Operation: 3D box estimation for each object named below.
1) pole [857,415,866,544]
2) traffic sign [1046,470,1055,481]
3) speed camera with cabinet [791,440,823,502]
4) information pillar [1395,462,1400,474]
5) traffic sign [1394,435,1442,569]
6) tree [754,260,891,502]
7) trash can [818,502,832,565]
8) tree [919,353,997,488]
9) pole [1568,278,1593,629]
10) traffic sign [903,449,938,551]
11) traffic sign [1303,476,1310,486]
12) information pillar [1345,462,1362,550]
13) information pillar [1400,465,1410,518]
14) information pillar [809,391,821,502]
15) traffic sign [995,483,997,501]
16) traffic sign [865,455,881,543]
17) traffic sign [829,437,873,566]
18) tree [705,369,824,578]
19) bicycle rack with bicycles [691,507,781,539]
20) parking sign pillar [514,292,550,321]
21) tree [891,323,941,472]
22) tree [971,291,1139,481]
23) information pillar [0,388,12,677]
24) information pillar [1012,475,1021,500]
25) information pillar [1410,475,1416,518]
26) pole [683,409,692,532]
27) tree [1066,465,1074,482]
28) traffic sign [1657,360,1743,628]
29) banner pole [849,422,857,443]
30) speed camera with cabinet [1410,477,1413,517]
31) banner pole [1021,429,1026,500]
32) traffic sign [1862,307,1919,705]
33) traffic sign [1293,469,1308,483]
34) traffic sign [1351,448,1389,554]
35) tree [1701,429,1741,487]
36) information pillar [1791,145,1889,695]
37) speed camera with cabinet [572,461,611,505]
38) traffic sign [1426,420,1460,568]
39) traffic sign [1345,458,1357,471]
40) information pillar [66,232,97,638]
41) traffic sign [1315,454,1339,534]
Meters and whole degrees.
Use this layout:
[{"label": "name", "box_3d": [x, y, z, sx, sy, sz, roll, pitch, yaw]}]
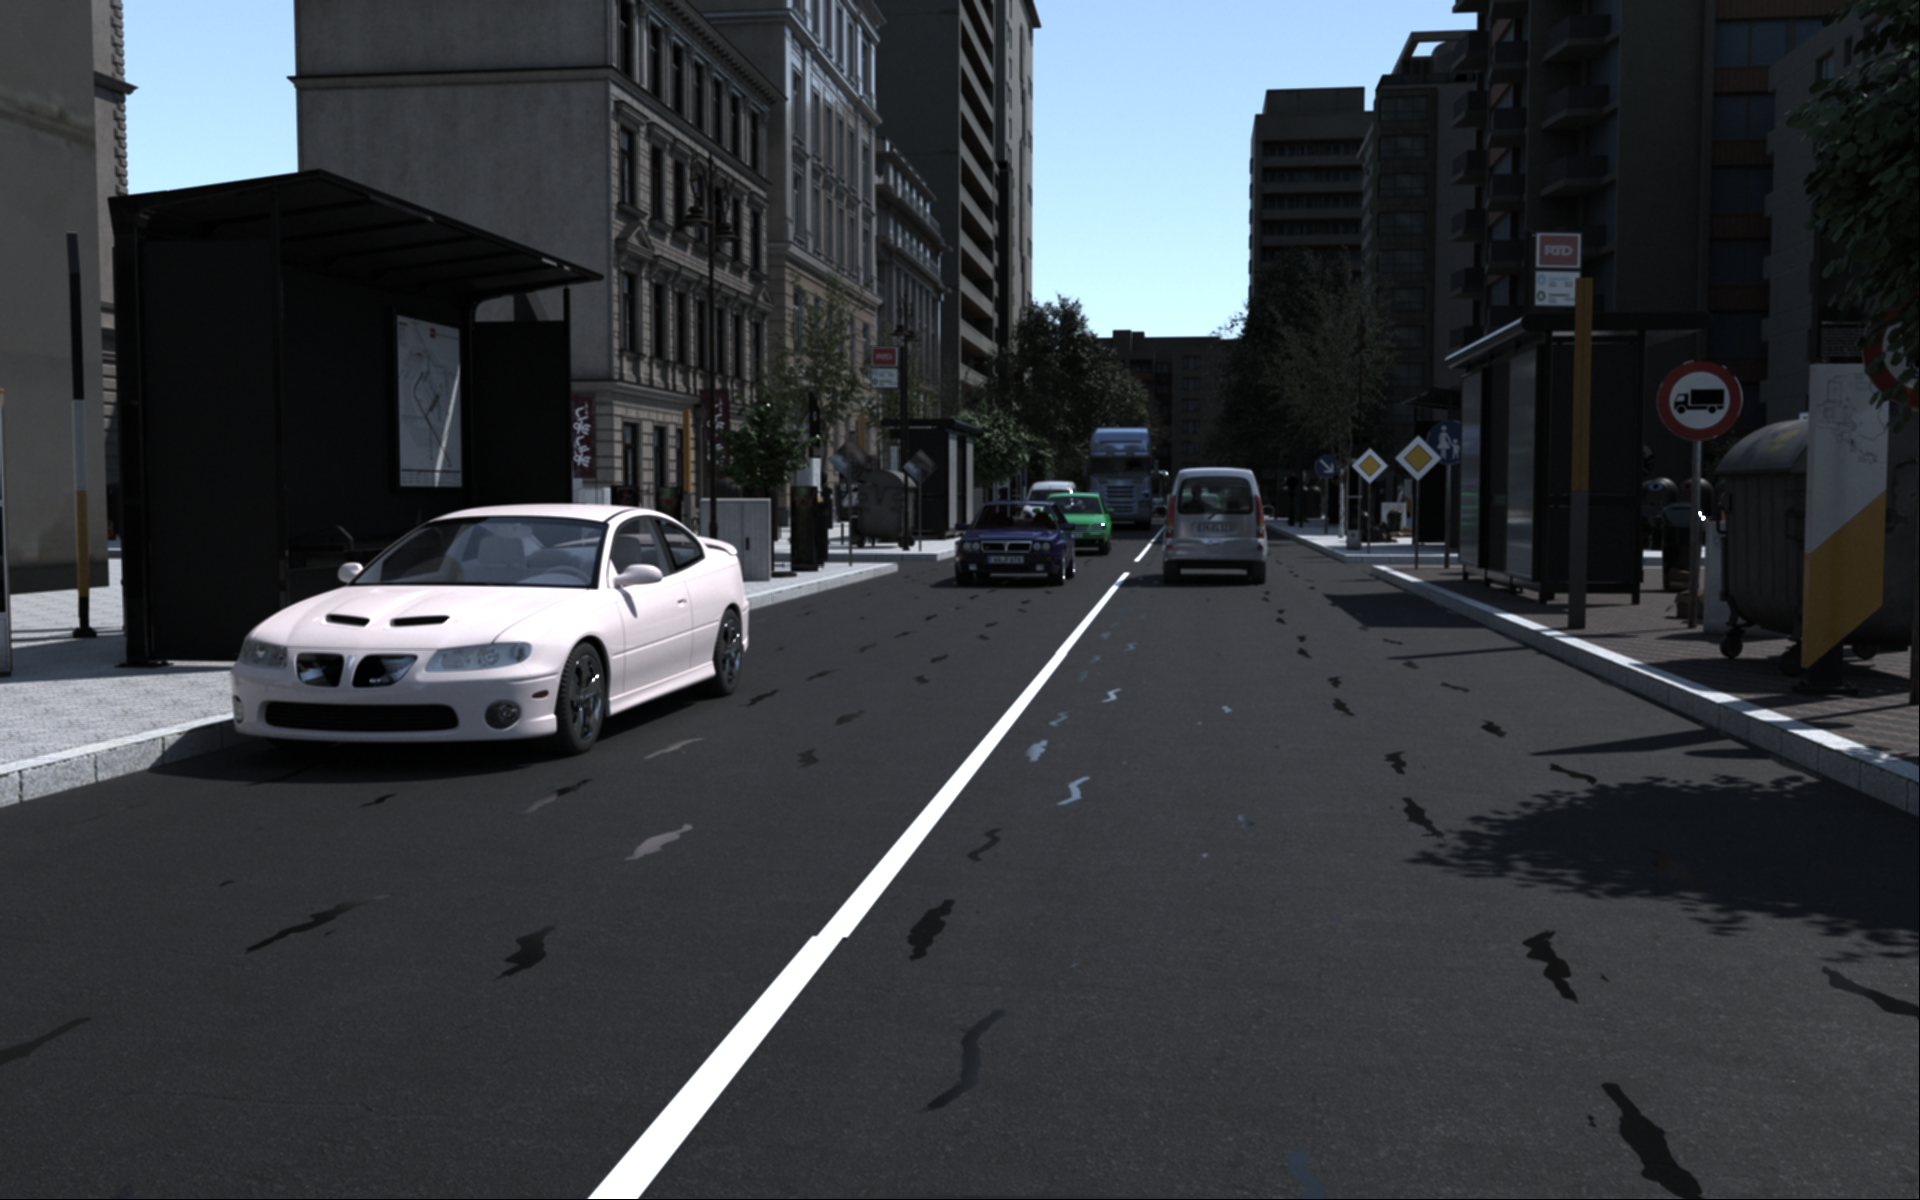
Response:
[{"label": "pole", "box_3d": [-2.549, -3.116, 44.792, 0.158, 3.312, 0.155, 0, 3, 0]}, {"label": "traffic sign", "box_3d": [4.327, -5.265, 86.180, 0.768, 2.556, 0.104, 1, 4, 15]}, {"label": "speed camera with cabinet", "box_3d": [-5.351, -4.052, 60.589, 0.660, 3.252, 2.038, -1, 4, -22]}, {"label": "information pillar", "box_3d": [28.001, -7.292, 110.581, 0.504, 3.616, 0.183, 2, 4, 33]}, {"label": "traffic sign", "box_3d": [7.763, -1.576, 29.415, 0.795, 2.450, 0.064, 0, 4, 8]}, {"label": "tree", "box_3d": [-4.514, -6.405, 55.090, 4.737, 8.622, 4.395, 0, 3, 0]}, {"label": "trash can", "box_3d": [-2.695, -1.209, 31.415, 0.748, 1.137, 0.748, 0, 3, 0]}, {"label": "tree", "box_3d": [-0.133, -8.521, 89.677, 4.360, 8.622, 3.978, 0, 3, 0]}, {"label": "pole", "box_3d": [5.902, -1.384, 16.477, 0.158, 3.312, 0.155, 0, 3, 0]}, {"label": "traffic sign", "box_3d": [-0.888, -2.141, 38.640, 0.795, 2.450, 0.064, 0, 4, 8]}, {"label": "traffic sign", "box_3d": [20.699, -6.387, 104.531, 0.768, 2.556, 0.104, 1, 4, 16]}, {"label": "information pillar", "box_3d": [9.084, -2.164, 39.881, 0.304, 2.012, 0.304, 1, 4, 21]}, {"label": "information pillar", "box_3d": [24.405, -6.307, 94.471, 0.504, 3.616, 0.183, 1, 4, 19]}, {"label": "information pillar", "box_3d": [-3.330, -2.958, 39.722, 0.183, 3.616, 0.504, 1, 4, 17]}, {"label": "traffic sign", "box_3d": [1.409, -4.146, 67.787, 0.884, 2.594, 0.081, 1, 4, 15]}, {"label": "traffic sign", "box_3d": [-2.356, -2.626, 45.070, 0.606, 2.300, 0.079, 1, 4, 8]}, {"label": "traffic sign", "box_3d": [-1.943, -1.656, 30.724, 0.795, 2.450, 0.064, 0, 4, 8]}, {"label": "tree", "box_3d": [-3.116, -1.984, 27.047, 1.663, 3.219, 1.824, 0, 3, 0]}, {"label": "bicycle rack with bicycles", "box_3d": [-6.617, -2.217, 49.631, 2.852, 0.926, 2.925, 3, 5, 39]}, {"label": "parking sign pillar", "box_3d": [-5.055, -1.935, 20.112, 1.447, 3.967, 1.447, -2, 4, -29]}, {"label": "tree", "box_3d": [-2.542, -7.436, 71.945, 4.737, 8.622, 4.395, 0, 3, 0]}, {"label": "tree", "box_3d": [5.409, -11.078, 98.138, 9.611, 12.733, 9.660, 0, 3, 0]}, {"label": "information pillar", "box_3d": [-6.857, -0.466, 12.107, 0.304, 2.012, 0.304, -3, 5, -41]}, {"label": "information pillar", "box_3d": [2.089, -3.727, 65.421, 0.304, 2.012, 0.304, 2, 4, 28]}, {"label": "information pillar", "box_3d": [18.896, -4.900, 71.469, 0.183, 3.616, 0.504, -1, 4, -12]}, {"label": "pole", "box_3d": [-6.559, -2.923, 41.628, 0.158, 3.312, 0.155, 0, 3, 0]}, {"label": "tree", "box_3d": [2.800, -5.865, 79.605, 4.285, 4.588, 4.351, 0, 3, 0]}, {"label": "traffic sign", "box_3d": [7.022, -1.004, 16.526, 0.768, 2.556, 0.104, 1, 4, 11]}, {"label": "banner pole", "box_3d": [-3.671, -4.295, 60.243, 0.401, 3.779, 0.863, -2, 4, -30]}, {"label": "speed camera with cabinet", "box_3d": [25.415, -6.261, 96.706, 0.660, 3.252, 2.038, 3, 5, 41]}, {"label": "banner pole", "box_3d": [2.439, -4.682, 66.564, 0.401, 3.779, 0.863, 1, 4, 15]}, {"label": "traffic sign", "box_3d": [5.851, -0.637, 10.514, 0.768, 2.556, 0.104, 1, 4, 13]}, {"label": "traffic sign", "box_3d": [16.625, -5.168, 84.607, 0.768, 2.556, 0.104, 1, 4, 17]}, {"label": "traffic sign", "box_3d": [8.818, -2.060, 37.330, 0.795, 2.450, 0.064, 0, 4, 8]}, {"label": "tree", "box_3d": [22.847, -3.463, 51.218, 1.663, 3.219, 1.824, 0, 3, 0]}, {"label": "information pillar", "box_3d": [5.648, -1.204, 11.038, 0.504, 3.616, 0.183, 0, 4, 0]}, {"label": "speed camera with cabinet", "box_3d": [-10.039, -3.178, 46.293, 2.038, 3.252, 0.660, 2, 4, 35]}, {"label": "traffic sign", "box_3d": [8.412, -1.819, 29.850, 0.768, 2.556, 0.104, 1, 4, 9]}, {"label": "traffic sign", "box_3d": [14.045, -3.776, 61.839, 0.768, 2.556, 0.104, 1, 4, 15]}, {"label": "information pillar", "box_3d": [-7.838, -1.471, 15.405, 0.183, 3.616, 0.504, -2, 4, -29]}, {"label": "traffic sign", "box_3d": [11.769, -3.394, 55.598, 0.768, 2.556, 0.104, 1, 4, 16]}]
